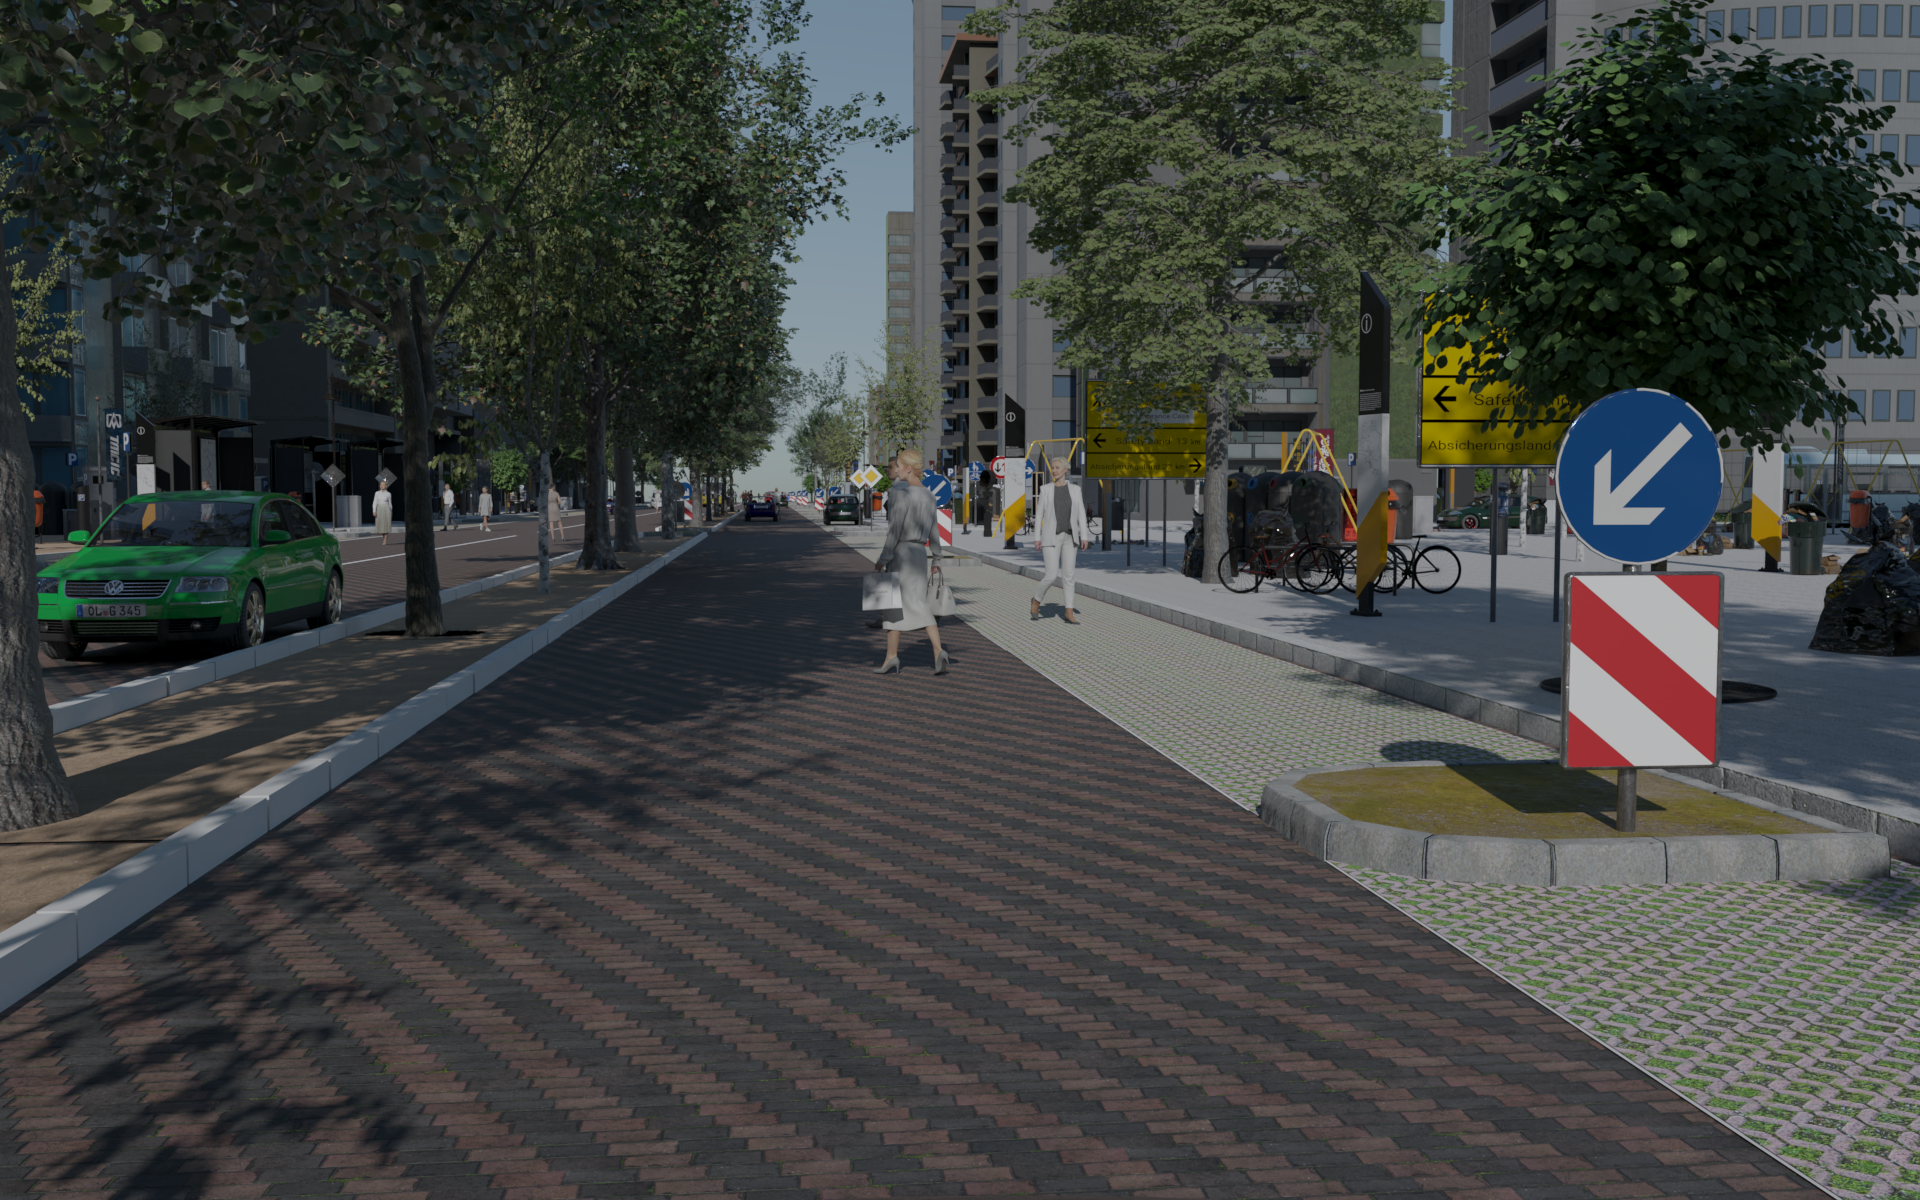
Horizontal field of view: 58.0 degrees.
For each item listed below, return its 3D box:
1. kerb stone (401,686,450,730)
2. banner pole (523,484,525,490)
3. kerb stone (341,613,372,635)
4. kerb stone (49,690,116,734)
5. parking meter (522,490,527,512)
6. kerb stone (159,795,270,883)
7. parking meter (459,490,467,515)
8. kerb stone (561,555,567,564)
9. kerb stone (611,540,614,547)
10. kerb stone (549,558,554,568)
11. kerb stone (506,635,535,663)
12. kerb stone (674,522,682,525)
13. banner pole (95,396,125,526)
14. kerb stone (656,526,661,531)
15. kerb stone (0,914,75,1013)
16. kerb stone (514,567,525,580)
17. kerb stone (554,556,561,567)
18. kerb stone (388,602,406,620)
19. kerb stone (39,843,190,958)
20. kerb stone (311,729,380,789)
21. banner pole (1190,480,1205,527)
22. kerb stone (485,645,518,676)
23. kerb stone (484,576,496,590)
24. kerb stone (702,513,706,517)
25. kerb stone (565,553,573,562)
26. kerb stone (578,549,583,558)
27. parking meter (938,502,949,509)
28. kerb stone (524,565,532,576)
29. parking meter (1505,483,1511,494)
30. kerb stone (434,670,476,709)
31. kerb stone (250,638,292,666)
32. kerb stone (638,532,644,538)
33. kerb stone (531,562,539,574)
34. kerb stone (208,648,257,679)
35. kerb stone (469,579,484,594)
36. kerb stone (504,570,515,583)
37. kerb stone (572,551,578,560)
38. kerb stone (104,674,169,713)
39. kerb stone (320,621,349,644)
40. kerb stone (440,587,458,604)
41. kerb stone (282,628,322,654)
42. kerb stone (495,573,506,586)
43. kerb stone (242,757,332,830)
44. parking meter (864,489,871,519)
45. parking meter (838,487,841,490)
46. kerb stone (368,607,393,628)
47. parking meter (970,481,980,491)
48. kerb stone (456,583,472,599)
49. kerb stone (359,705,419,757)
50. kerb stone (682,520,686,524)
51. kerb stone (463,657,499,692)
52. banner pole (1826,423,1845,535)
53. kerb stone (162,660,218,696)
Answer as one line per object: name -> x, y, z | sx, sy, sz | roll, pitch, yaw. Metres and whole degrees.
kerb stone -> -3.388, 0.690, 10.913 | 0.120, 0.150, 1.000 | 0, 4, -6
banner pole -> -34.769, -8.983, 136.892 | 0.863, 3.779, 0.401 | 1, 4, 17
kerb stone -> -6.247, 0.268, 17.807 | 0.120, 0.150, 1.000 | 0, 4, -6
kerb stone -> -5.475, 0.704, 10.679 | 0.120, 0.150, 1.000 | 0, 4, -6
parking meter -> -30.492, -6.900, 121.224 | 0.372, 1.533, 0.369 | 0, 3, 0
kerb stone -> -2.944, 0.942, 6.842 | 0.120, 0.150, 1.000 | 0, 4, -6
parking meter -> -30.119, -6.064, 104.862 | 0.399, 1.863, 0.255 | 1, 4, 11
kerb stone -> -8.144, -0.786, 35.142 | 0.120, 0.150, 1.000 | 0, 4, -6
kerb stone -> -9.594, -1.595, 48.388 | 0.120, 0.150, 1.000 | 0, 4, -6
kerb stone -> -7.927, -0.665, 33.098 | 0.120, 0.150, 1.000 | 0, 4, -6
kerb stone -> -3.833, 0.441, 14.984 | 0.120, 0.150, 1.000 | 0, 4, -6
kerb stone -> -13.114, -3.561, 80.502 | 0.120, 0.150, 1.000 | 0, 4, -6
banner pole -> -21.921, -3.339, 44.617 | 0.401, 3.779, 0.863 | 3, 5, 42
kerb stone -> -11.783, -2.815, 68.270 | 0.120, 0.150, 1.000 | 0, 4, -6
kerb stone -> -2.715, 1.063, 4.808 | 0.120, 0.150, 1.000 | 0, 4, -6
kerb stone -> -7.468, -0.417, 29.012 | 0.120, 0.150, 1.000 | 0, 4, -6
kerb stone -> -8.030, -0.729, 34.115 | 0.120, 0.150, 1.000 | 0, 4, -6
kerb stone -> -6.479, 0.145, 19.839 | 0.120, 0.150, 1.000 | 0, 4, -6
kerb stone -> -2.831, 1.001, 5.826 | 0.120, 0.150, 1.000 | 0, 4, -6
kerb stone -> -3.160, 0.816, 8.879 | 0.120, 0.150, 1.000 | 0, 4, -6
banner pole -> 9.433, -4.785, 68.246 | 0.401, 3.779, 0.863 | -3, 4, -37
kerb stone -> -3.718, 0.503, 13.965 | 0.120, 0.150, 1.000 | 0, 4, -6
kerb stone -> -7.137, -0.229, 25.947 | 0.120, 0.150, 1.000 | 0, 4, -6
kerb stone -> -16.900, -5.685, 115.147 | 0.120, 0.150, 1.000 | 0, 4, -6
kerb stone -> -8.252, -0.852, 36.164 | 0.120, 0.150, 1.000 | 0, 4, -6
kerb stone -> -8.480, -0.979, 38.196 | 0.120, 0.150, 1.000 | 0, 4, -6
parking meter -> -0.667, -3.832, 71.068 | 0.372, 1.533, 0.369 | 0, 3, 0
kerb stone -> -7.590, -0.480, 30.037 | 0.120, 0.150, 1.000 | 0, 4, -6
parking meter -> 27.622, -5.004, 87.523 | 0.255, 1.863, 0.399 | -1, 4, -19
kerb stone -> -3.501, 0.628, 11.929 | 0.120, 0.150, 1.000 | 0, 4, -6
kerb stone -> -5.912, 0.458, 14.749 | 0.120, 0.150, 1.000 | 0, 4, -6
kerb stone -> -10.604, -2.162, 57.551 | 0.120, 0.150, 1.000 | 0, 4, -6
kerb stone -> -7.705, -0.542, 31.053 | 0.120, 0.150, 1.000 | 0, 4, -6
kerb stone -> -5.804, 0.518, 13.733 | 0.120, 0.150, 1.000 | 0, 4, -6
kerb stone -> -7.037, -0.167, 24.921 | 0.120, 0.150, 1.000 | 0, 4, -6
kerb stone -> -7.363, -0.354, 27.986 | 0.120, 0.150, 1.000 | 0, 4, -6
kerb stone -> -8.367, -0.915, 37.180 | 0.120, 0.150, 1.000 | 0, 4, -6
kerb stone -> -5.594, 0.643, 11.695 | 0.120, 0.150, 1.000 | 0, 4, -6
kerb stone -> -6.137, 0.339, 16.791 | 0.120, 0.150, 1.000 | 0, 4, -6
kerb stone -> -6.816, -0.042, 22.888 | 0.120, 0.150, 1.000 | 0, 4, -6
kerb stone -> -6.030, 0.393, 15.774 | 0.120, 0.150, 1.000 | 0, 4, -6
kerb stone -> -7.245, -0.289, 26.970 | 0.120, 0.150, 1.000 | 0, 4, -6
kerb stone -> -3.054, 0.877, 7.862 | 0.120, 0.150, 1.000 | 0, 4, -6
parking meter -> -4.844, -5.042, 90.848 | 0.372, 1.533, 0.369 | 0, 3, 0
parking meter -> -9.675, -8.160, 139.133 | 0.255, 1.863, 0.399 | 0, 4, -8
kerb stone -> -6.362, 0.206, 18.823 | 0.120, 0.150, 1.000 | 0, 4, -6
parking meter -> 0.748, -5.334, 92.919 | 0.399, 1.863, 0.255 | -1, 4, -15
kerb stone -> -6.922, -0.104, 23.905 | 0.120, 0.150, 1.000 | 0, 4, -6
kerb stone -> -3.271, 0.752, 9.897 | 0.120, 0.150, 1.000 | 0, 4, -6
kerb stone -> -13.438, -3.753, 83.553 | 0.120, 0.150, 1.000 | 0, 4, -6
kerb stone -> -3.604, 0.566, 12.950 | 0.120, 0.150, 1.000 | 0, 4, -6
banner pole -> 27.641, -3.945, 54.524 | 0.401, 3.779, 0.863 | 0, 4, 5
kerb stone -> -5.692, 0.585, 12.713 | 0.120, 0.150, 1.000 | 0, 4, -6
